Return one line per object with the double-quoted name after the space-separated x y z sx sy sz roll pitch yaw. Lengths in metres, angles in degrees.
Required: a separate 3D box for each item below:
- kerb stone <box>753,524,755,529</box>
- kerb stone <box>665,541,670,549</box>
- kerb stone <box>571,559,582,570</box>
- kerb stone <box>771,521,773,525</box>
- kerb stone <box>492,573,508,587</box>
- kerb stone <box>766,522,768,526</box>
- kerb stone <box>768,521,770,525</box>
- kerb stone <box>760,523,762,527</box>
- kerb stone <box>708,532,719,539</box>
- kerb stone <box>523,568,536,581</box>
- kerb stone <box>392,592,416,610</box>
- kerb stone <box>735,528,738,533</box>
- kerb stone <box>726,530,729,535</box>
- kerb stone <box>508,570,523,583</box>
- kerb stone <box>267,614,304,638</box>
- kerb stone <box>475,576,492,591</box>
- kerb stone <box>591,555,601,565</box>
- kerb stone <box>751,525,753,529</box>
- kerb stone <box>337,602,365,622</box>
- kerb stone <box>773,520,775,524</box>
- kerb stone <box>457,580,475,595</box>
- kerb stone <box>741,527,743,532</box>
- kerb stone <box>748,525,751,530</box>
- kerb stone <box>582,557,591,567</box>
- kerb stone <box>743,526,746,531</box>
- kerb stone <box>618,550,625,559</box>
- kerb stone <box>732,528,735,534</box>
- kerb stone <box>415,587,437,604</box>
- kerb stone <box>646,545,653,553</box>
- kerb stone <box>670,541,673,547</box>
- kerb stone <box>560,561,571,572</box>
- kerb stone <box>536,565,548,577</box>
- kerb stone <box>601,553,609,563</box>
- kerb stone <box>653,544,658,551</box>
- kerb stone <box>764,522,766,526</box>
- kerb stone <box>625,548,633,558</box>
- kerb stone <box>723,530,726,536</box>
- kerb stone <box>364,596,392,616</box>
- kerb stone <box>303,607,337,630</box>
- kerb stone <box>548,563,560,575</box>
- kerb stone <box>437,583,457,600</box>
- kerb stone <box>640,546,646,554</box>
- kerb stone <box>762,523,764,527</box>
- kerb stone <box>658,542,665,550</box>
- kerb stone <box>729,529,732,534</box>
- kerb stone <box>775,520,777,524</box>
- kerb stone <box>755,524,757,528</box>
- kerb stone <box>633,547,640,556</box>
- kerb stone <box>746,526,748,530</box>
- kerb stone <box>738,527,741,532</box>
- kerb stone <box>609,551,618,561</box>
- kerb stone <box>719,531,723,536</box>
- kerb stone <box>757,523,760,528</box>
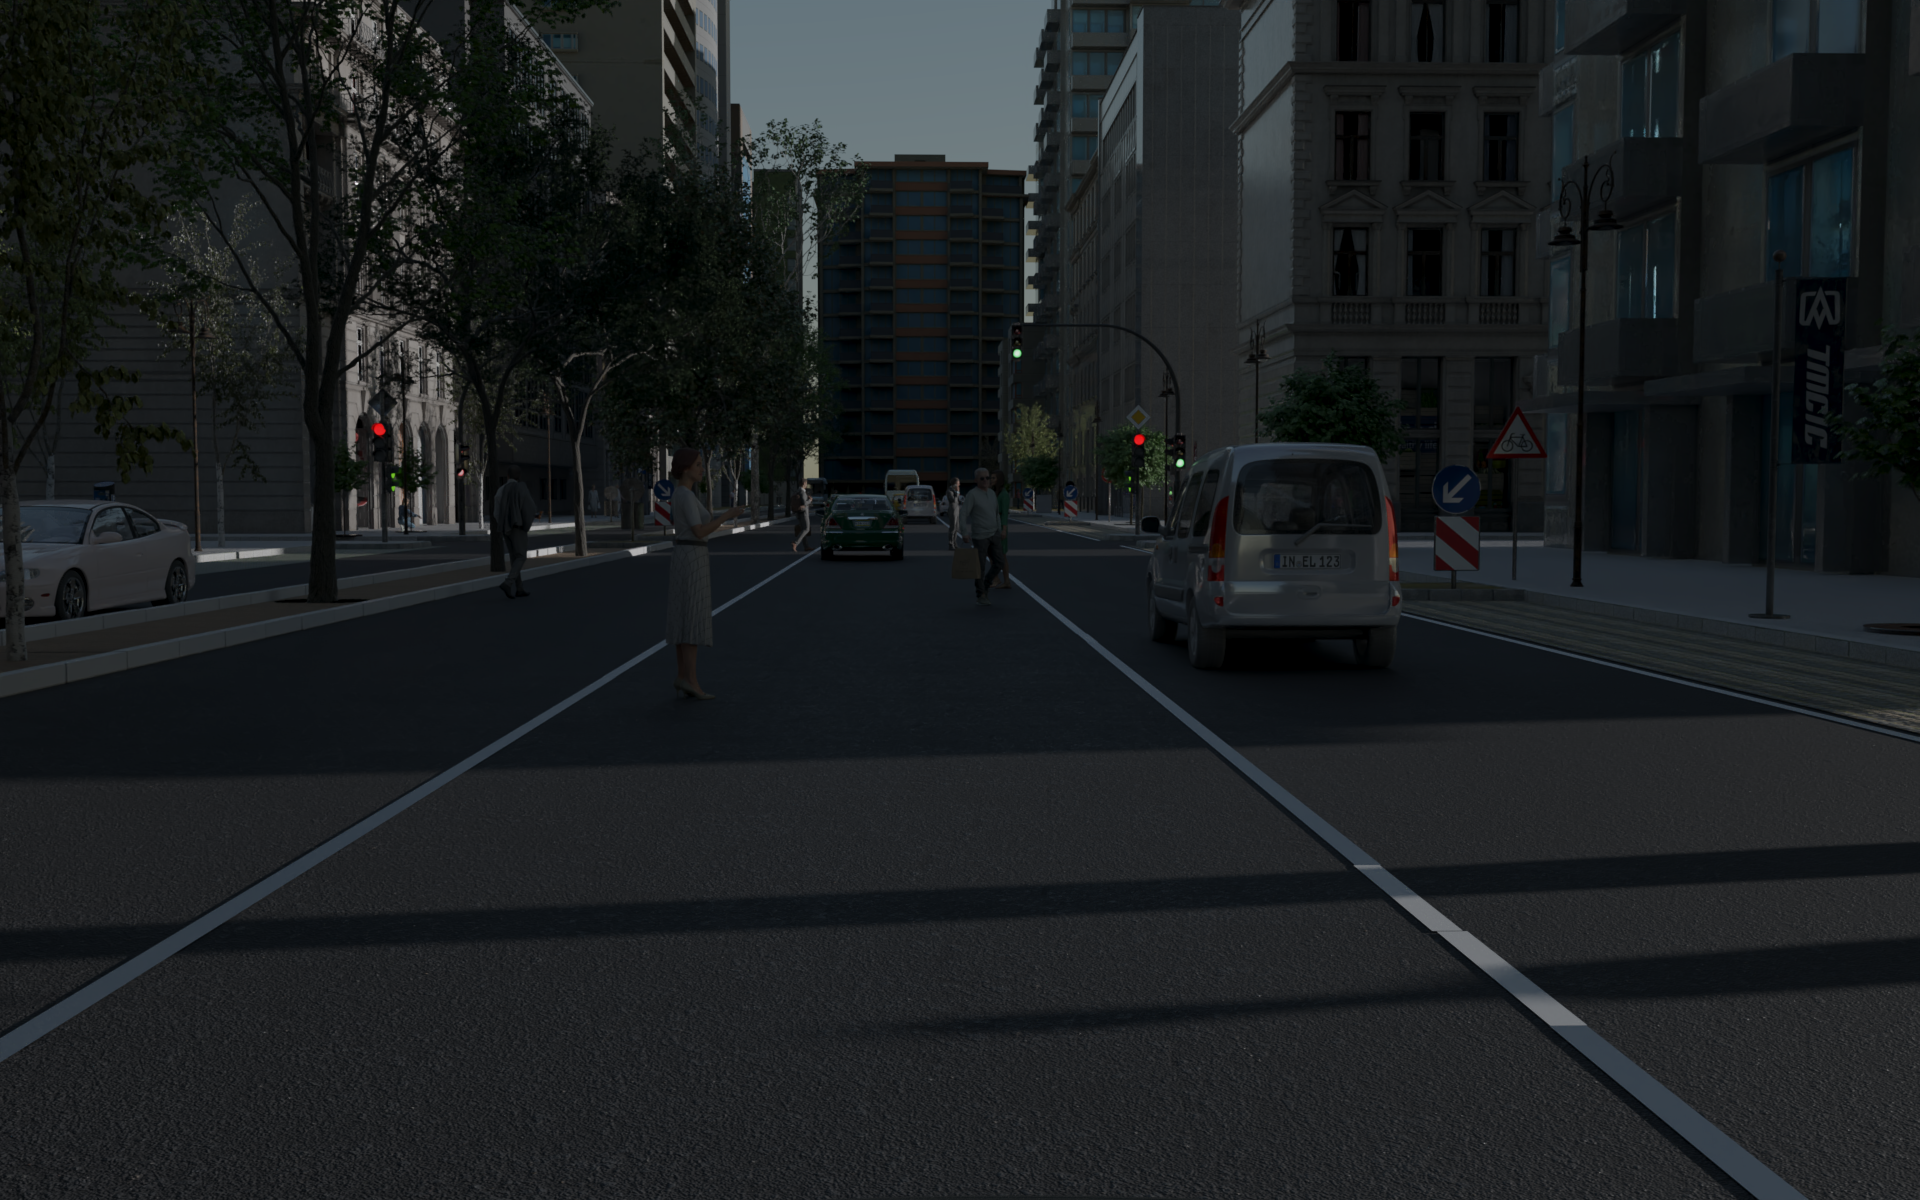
-8.544 -2.958 70.558 0.120 0.150 1.000 0 4 -2 "kerb stone"
-7.796 -1.412 45.366 0.120 0.150 1.000 0 4 -2 "kerb stone"
-7.435 -0.667 33.096 0.120 0.150 1.000 0 4 -2 "kerb stone"
-8.826 -3.522 79.809 0.120 0.150 1.000 0 4 -2 "kerb stone"
-7.254 -0.289 26.942 0.120 0.150 1.000 0 4 -2 "kerb stone"
-8.729 -3.335 76.717 0.120 0.150 1.000 0 4 -2 "kerb stone"
-8.765 -3.398 77.747 0.120 0.150 1.000 0 4 -2 "kerb stone"
-8.641 -3.146 73.636 0.120 0.150 1.000 0 4 -2 "kerb stone"
-8.158 -2.142 57.257 0.120 0.150 1.000 0 4 -2 "kerb stone"
-7.301 -0.414 28.988 0.120 0.150 1.000 0 4 -2 "kerb stone"
-7.095 0.023 21.822 0.120 0.150 1.000 0 4 -2 "kerb stone"
-8.336 -2.513 63.395 0.120 0.150 1.000 0 4 -2 "kerb stone"
-8.239 -2.332 60.323 0.120 0.150 1.000 0 4 -2 "kerb stone"
-7.271 -0.352 27.964 0.120 0.150 1.000 0 4 -2 "kerb stone"
-6.979 0.273 17.725 0.120 0.150 1.000 0 4 -2 "kerb stone"
-7.218 -0.227 25.908 0.120 0.150 1.000 0 4 -2 "kerb stone"
-7.486 -0.792 35.139 0.120 0.150 1.000 0 4 -2 "kerb stone"
-8.519 -2.895 69.536 0.120 0.150 1.000 0 4 -2 "kerb stone"
-7.038 0.152 19.775 0.120 0.150 1.000 0 4 -2 "kerb stone"
-8.854 -3.587 80.849 0.120 0.150 1.000 0 4 -2 "kerb stone"
-7.192 -0.162 24.886 0.120 0.150 1.000 0 4 -2 "kerb stone"
-8.403 -2.643 65.442 0.120 0.150 1.000 0 4 -2 "kerb stone"
-8.493 -2.833 68.514 0.120 0.150 1.000 0 4 -2 "kerb stone"
-7.464 -0.729 34.118 0.120 0.150 1.000 0 4 -2 "kerb stone"
-8.427 -2.708 66.470 0.120 0.150 1.000 0 4 -2 "kerb stone"
-7.580 -0.972 38.208 0.120 0.150 1.000 0 4 -2 "kerb stone"
-8.304 -2.457 62.368 0.120 0.150 1.000 0 4 -2 "kerb stone"
-7.131 -0.037 22.843 0.120 0.150 1.000 0 4 -2 "kerb stone"
-7.700 -1.230 42.299 0.120 0.150 1.000 0 4 -2 "kerb stone"
-7.828 -1.480 46.395 0.120 0.150 1.000 0 4 -2 "kerb stone"
-7.408 -0.604 32.068 0.120 0.150 1.000 0 4 -2 "kerb stone"
-7.341 -0.477 30.009 0.120 0.150 1.000 0 4 -2 "kerb stone"
-7.525 -0.849 36.161 0.120 0.150 1.000 0 4 -2 "kerb stone"
-7.742 -1.292 43.320 0.120 0.150 1.000 0 4 -2 "kerb stone"
-8.700 -3.272 75.693 0.120 0.150 1.000 0 4 -2 "kerb stone"
-7.616 -1.040 39.229 0.120 0.150 1.000 0 4 -2 "kerb stone"
-8.209 -2.262 59.301 0.120 0.150 1.000 0 4 -2 "kerb stone"
-7.062 0.086 20.798 0.120 0.150 1.000 0 4 -2 "kerb stone"
-7.003 0.211 18.753 0.120 0.150 1.000 0 4 -2 "kerb stone"
-7.369 -0.541 31.038 0.120 0.150 1.000 0 4 -2 "kerb stone"
-7.153 -0.102 23.865 0.120 0.150 1.000 0 4 -2 "kerb stone"
-7.676 -1.167 41.277 0.120 0.150 1.000 0 4 -2 "kerb stone"
-8.667 -3.209 74.667 0.120 0.150 1.000 0 4 -2 "kerb stone"
-7.759 -1.355 44.342 0.120 0.150 1.000 0 4 -2 "kerb stone"
-8.273 -2.394 61.344 0.120 0.150 1.000 0 4 -2 "kerb stone"
-8.885 -3.643 81.871 0.120 0.150 1.000 0 4 -2 "kerb stone"
-8.584 -3.020 71.579 0.120 0.150 1.000 0 4 -2 "kerb stone"
-7.644 -1.104 40.254 0.120 0.150 1.000 0 4 -2 "kerb stone"
-8.452 -2.767 67.492 0.120 0.150 1.000 0 4 -2 "kerb stone"
-8.365 -2.583 64.420 0.120 0.150 1.000 0 4 -2 "kerb stone"
-7.548 -0.917 37.185 0.120 0.150 1.000 0 4 -2 "kerb stone"
-8.187 -2.207 58.279 0.120 0.150 1.000 0 4 -2 "kerb stone"
-8.607 -3.084 72.612 0.120 0.150 1.000 0 4 -2 "kerb stone"
